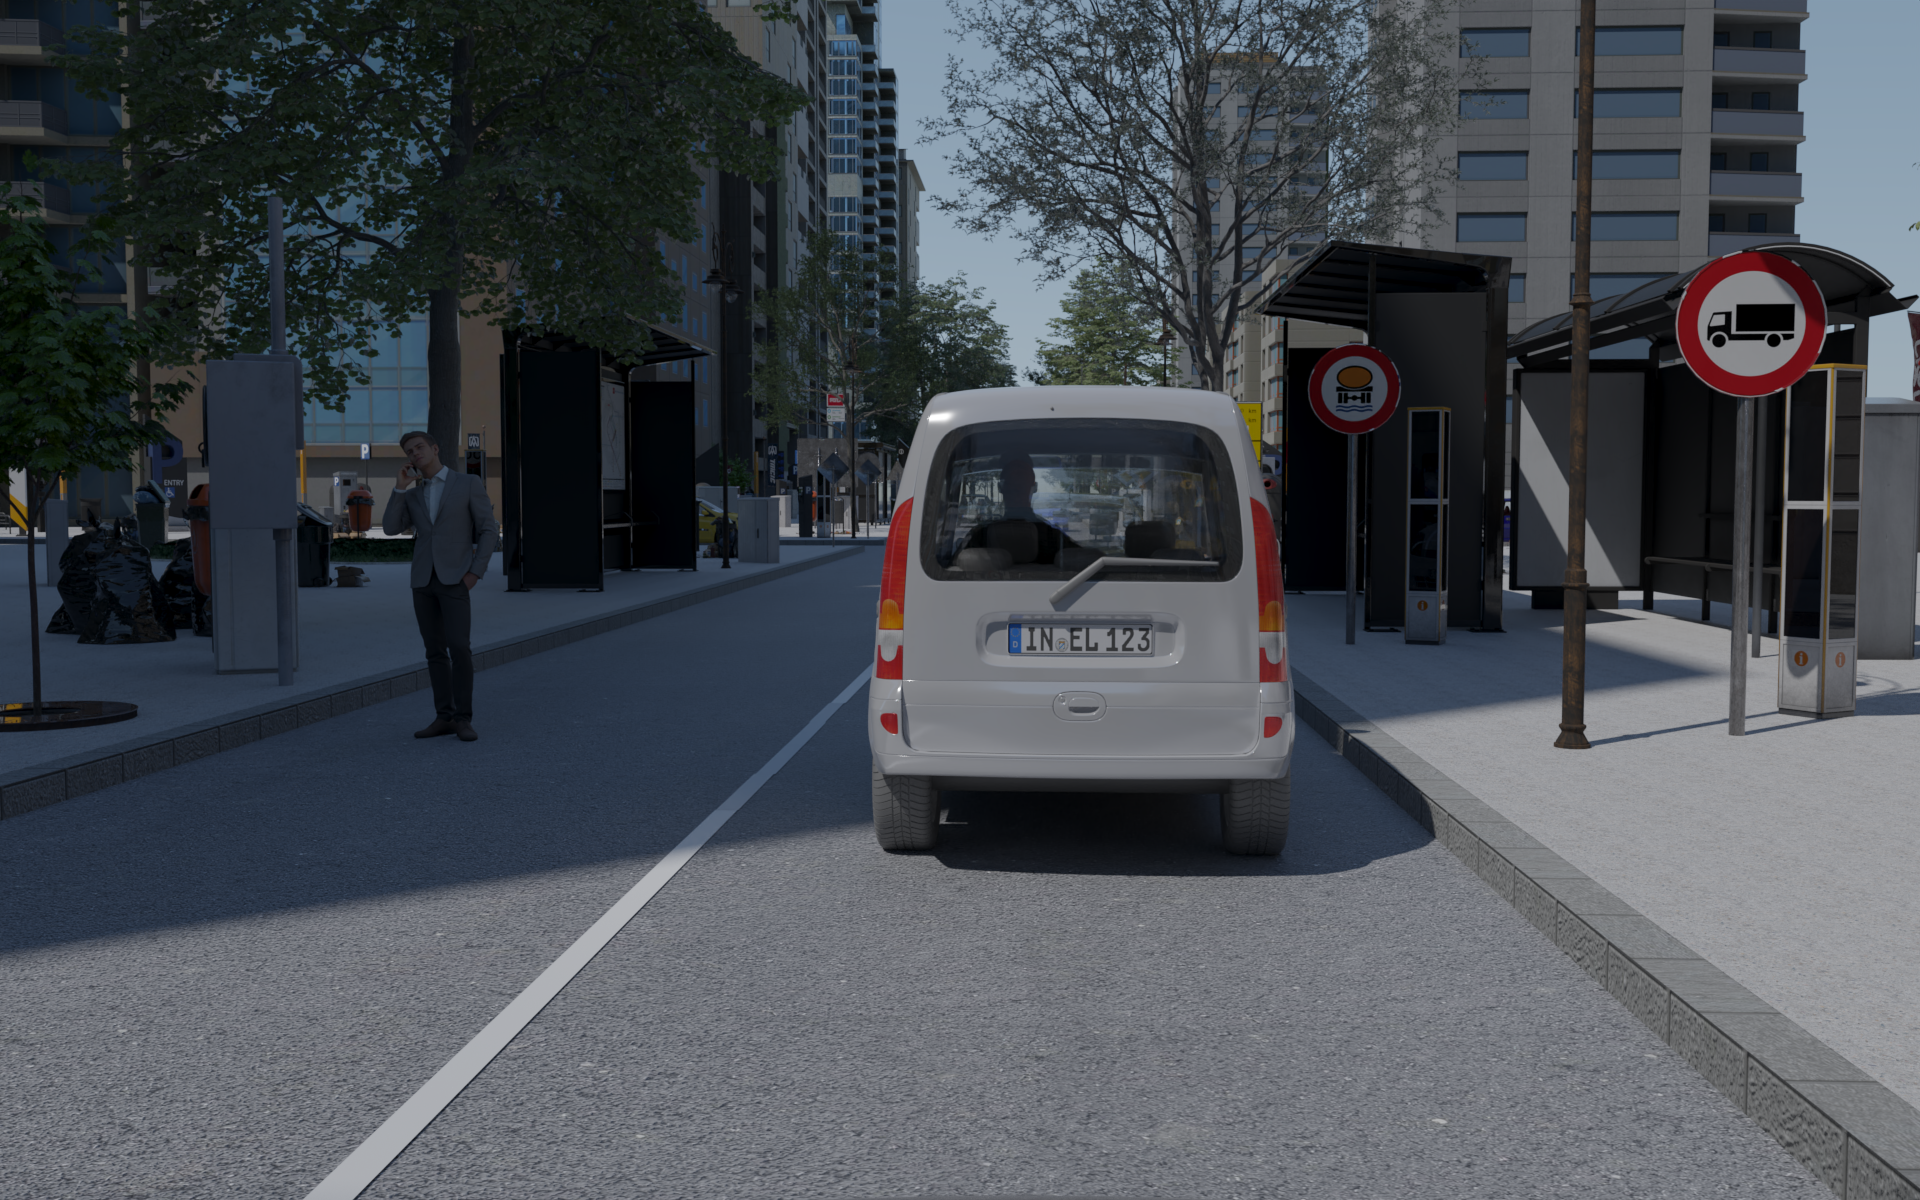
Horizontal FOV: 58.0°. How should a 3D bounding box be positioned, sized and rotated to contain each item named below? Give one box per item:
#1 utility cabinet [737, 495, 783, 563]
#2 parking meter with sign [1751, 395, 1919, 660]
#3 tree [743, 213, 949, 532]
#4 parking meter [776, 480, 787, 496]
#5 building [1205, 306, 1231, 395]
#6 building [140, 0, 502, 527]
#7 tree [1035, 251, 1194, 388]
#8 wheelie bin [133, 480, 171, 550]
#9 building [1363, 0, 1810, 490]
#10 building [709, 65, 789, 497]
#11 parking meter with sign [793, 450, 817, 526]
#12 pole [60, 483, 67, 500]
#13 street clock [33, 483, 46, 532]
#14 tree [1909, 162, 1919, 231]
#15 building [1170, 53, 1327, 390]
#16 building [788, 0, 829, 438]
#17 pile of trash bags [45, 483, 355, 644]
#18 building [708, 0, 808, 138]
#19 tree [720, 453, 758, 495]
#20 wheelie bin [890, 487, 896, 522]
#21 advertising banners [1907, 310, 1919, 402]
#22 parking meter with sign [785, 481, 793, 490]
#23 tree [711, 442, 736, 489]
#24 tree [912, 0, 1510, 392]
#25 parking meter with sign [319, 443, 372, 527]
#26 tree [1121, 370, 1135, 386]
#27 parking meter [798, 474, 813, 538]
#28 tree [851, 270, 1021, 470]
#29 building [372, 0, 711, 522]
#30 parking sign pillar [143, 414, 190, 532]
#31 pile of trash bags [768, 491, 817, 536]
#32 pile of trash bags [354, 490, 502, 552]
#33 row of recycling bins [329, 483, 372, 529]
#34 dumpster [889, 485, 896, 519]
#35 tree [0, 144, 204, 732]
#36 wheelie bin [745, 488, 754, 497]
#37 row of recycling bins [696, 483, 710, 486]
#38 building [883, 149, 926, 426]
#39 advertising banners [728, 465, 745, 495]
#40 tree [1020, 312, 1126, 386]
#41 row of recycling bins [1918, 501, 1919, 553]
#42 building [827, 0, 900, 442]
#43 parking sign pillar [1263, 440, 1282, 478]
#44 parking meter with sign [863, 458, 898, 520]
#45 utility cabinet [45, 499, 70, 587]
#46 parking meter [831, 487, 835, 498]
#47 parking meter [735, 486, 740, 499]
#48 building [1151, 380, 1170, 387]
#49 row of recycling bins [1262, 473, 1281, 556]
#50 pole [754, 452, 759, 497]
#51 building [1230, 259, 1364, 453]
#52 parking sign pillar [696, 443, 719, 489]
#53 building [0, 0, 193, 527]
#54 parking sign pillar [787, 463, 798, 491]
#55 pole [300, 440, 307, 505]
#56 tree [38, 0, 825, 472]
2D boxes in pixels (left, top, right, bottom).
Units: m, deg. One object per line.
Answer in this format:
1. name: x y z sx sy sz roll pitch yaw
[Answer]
1. utility cabinet: -3.776 -1.300 32.421 0.306 1.237 1.020 -3 5 -40
2. parking meter with sign: 7.064 -1.053 13.470 1.738 3.016 0.543 0 4 1
3. tree: -3.868 -7.572 58.210 7.601 10.594 8.767 0 4 1
4. parking meter: -7.156 -3.905 69.557 0.399 1.863 0.255 -2 4 -32
5. building: 38.971 -19.894 170.305 27.650 21.520 28.899 0 4 3
6. building: -23.692 -25.816 72.206 14.600 45.320 14.200 0 4 3
7. tree: 6.980 -10.001 81.643 7.486 12.596 7.792 0 3 0
8. wheelie bin: -18.166 -1.897 38.932 0.693 1.594 0.980 -1 4 -15
9. building: 34.081 -34.040 98.559 21.231 58.520 28.212 0 4 3
10. building: -19.574 -21.106 116.777 14.160 30.474 14.107 0 4 3
11. parking meter with sign: -5.969 -4.482 69.538 0.543 3.016 1.738 1 4 22
12. pole: -31.311 -4.075 60.472 0.158 3.312 0.155 0 3 0
13. street clock: -33.059 -3.529 62.270 0.471 2.002 0.358 1 4 13
14. tree: 13.525 -4.258 19.989 4.737 8.622 4.395 0 3 0
15. building: 39.613 -42.589 238.329 21.231 58.520 28.212 0 4 3
16. building: -20.975 -44.291 162.403 20.563 71.187 20.611 0 4 3
17. pile of trash bags: -6.892 -0.346 15.403 1.912 1.369 3.447 -2 4 -35
18. building: -26.957 -33.626 139.025 28.713 52.752 27.495 0 4 3
19. tree: -10.565 -5.351 82.087 1.663 3.219 1.824 0 3 0
20. wheelie bin: -2.895 -4.381 79.533 0.980 1.594 0.693 0 4 1
21. advertising banners: 9.857 -1.284 17.187 2.074 3.025 0.090 -3 4 -36
22. parking meter with sign: -10.617 -6.685 105.555 1.738 3.016 0.543 -3 5 -45
23. tree: -15.447 -7.584 107.717 4.285 4.588 4.351 0 3 0
24. tree: 4.166 -7.227 28.525 12.009 13.543 11.850 0 3 0
25. parking meter with sign: -20.939 -3.835 58.957 0.543 3.016 1.738 3 5 40
26. tree: 8.708 -9.429 104.527 4.737 8.622 4.395 0 3 0
27. parking meter: -4.576 -2.786 51.260 0.399 1.863 0.255 -3 5 -43
28. tree: -1.689 -11.742 98.633 9.857 13.997 8.962 0 3 0
29. building: -21.917 -27.168 94.303 14.600 45.320 14.200 0 4 3
30. parking sign pillar: -27.007 -4.308 58.909 1.447 3.967 1.447 3 4 37
31. pile of trash bags: -5.952 -2.643 52.972 3.447 1.369 1.912 1 4 9
32. pile of trash bags: -11.921 -1.767 38.636 3.447 1.369 1.912 0 4 -8
33. row of recycling bins: -22.196 -3.419 63.008 1.069 1.692 3.534 0 4 -6
34. dumpster: -3.173 -5.199 90.766 1.264 1.857 1.865 0 4 3
35. tree: -5.151 -0.919 9.621 1.663 3.219 1.824 0 3 0
36. wheelie bin: -11.547 -5.372 95.737 0.693 1.594 0.980 -1 4 -16
37. row of recycling bins: -10.810 -3.468 63.812 3.534 1.692 1.069 0 4 5
38. building: -20.400 -41.508 267.886 28.713 52.752 27.495 0 4 3
39. advertising banners: -13.094 -6.571 103.616 2.074 3.025 0.090 1 4 8
40. tree: 12.048 -19.657 177.288 12.611 20.169 13.585 0 3 0
41. row of recycling bins: 22.409 -1.906 38.274 3.534 1.692 1.069 0 4 -6
42. building: -18.613 -56.532 236.964 22.319 86.520 31.000 0 4 3
43. parking sign pillar: 15.519 -5.919 85.251 1.447 3.967 1.447 0 4 -1
44. parking meter with sign: -3.862 -5.374 84.118 1.738 3.016 0.543 1 4 9
45. utility cabinet: -12.743 -0.814 24.464 0.306 1.237 1.020 -2 4 -28
46. parking meter: -5.585 -4.262 75.397 0.255 1.863 0.399 -2 4 -24
47. parking meter: -7.371 -2.948 56.618 0.372 1.533 0.369 0 3 0
48. building: 43.821 -25.856 267.782 27.650 21.520 28.899 0 4 3
49. row of recycling bins: 5.551 -1.648 34.063 3.534 1.692 1.069 0 4 -1
50. pole: -9.803 -5.473 83.324 0.158 3.312 0.155 0 3 0
51. building: 37.781 -18.131 141.483 27.650 21.520 28.899 0 4 3
52. parking sign pillar: -13.266 -6.245 90.581 1.447 3.967 1.447 -2 4 -28
53. building: -45.126 -25.627 73.629 28.867 44.769 22.147 0 4 3
54. parking sign pillar: -11.102 -7.920 117.970 1.447 3.967 1.447 -1 4 -21
55. pole: -24.937 -4.402 65.821 0.158 3.312 0.155 0 3 0
56. tree: -4.831 -6.074 17.437 7.486 12.596 7.792 0 3 0
